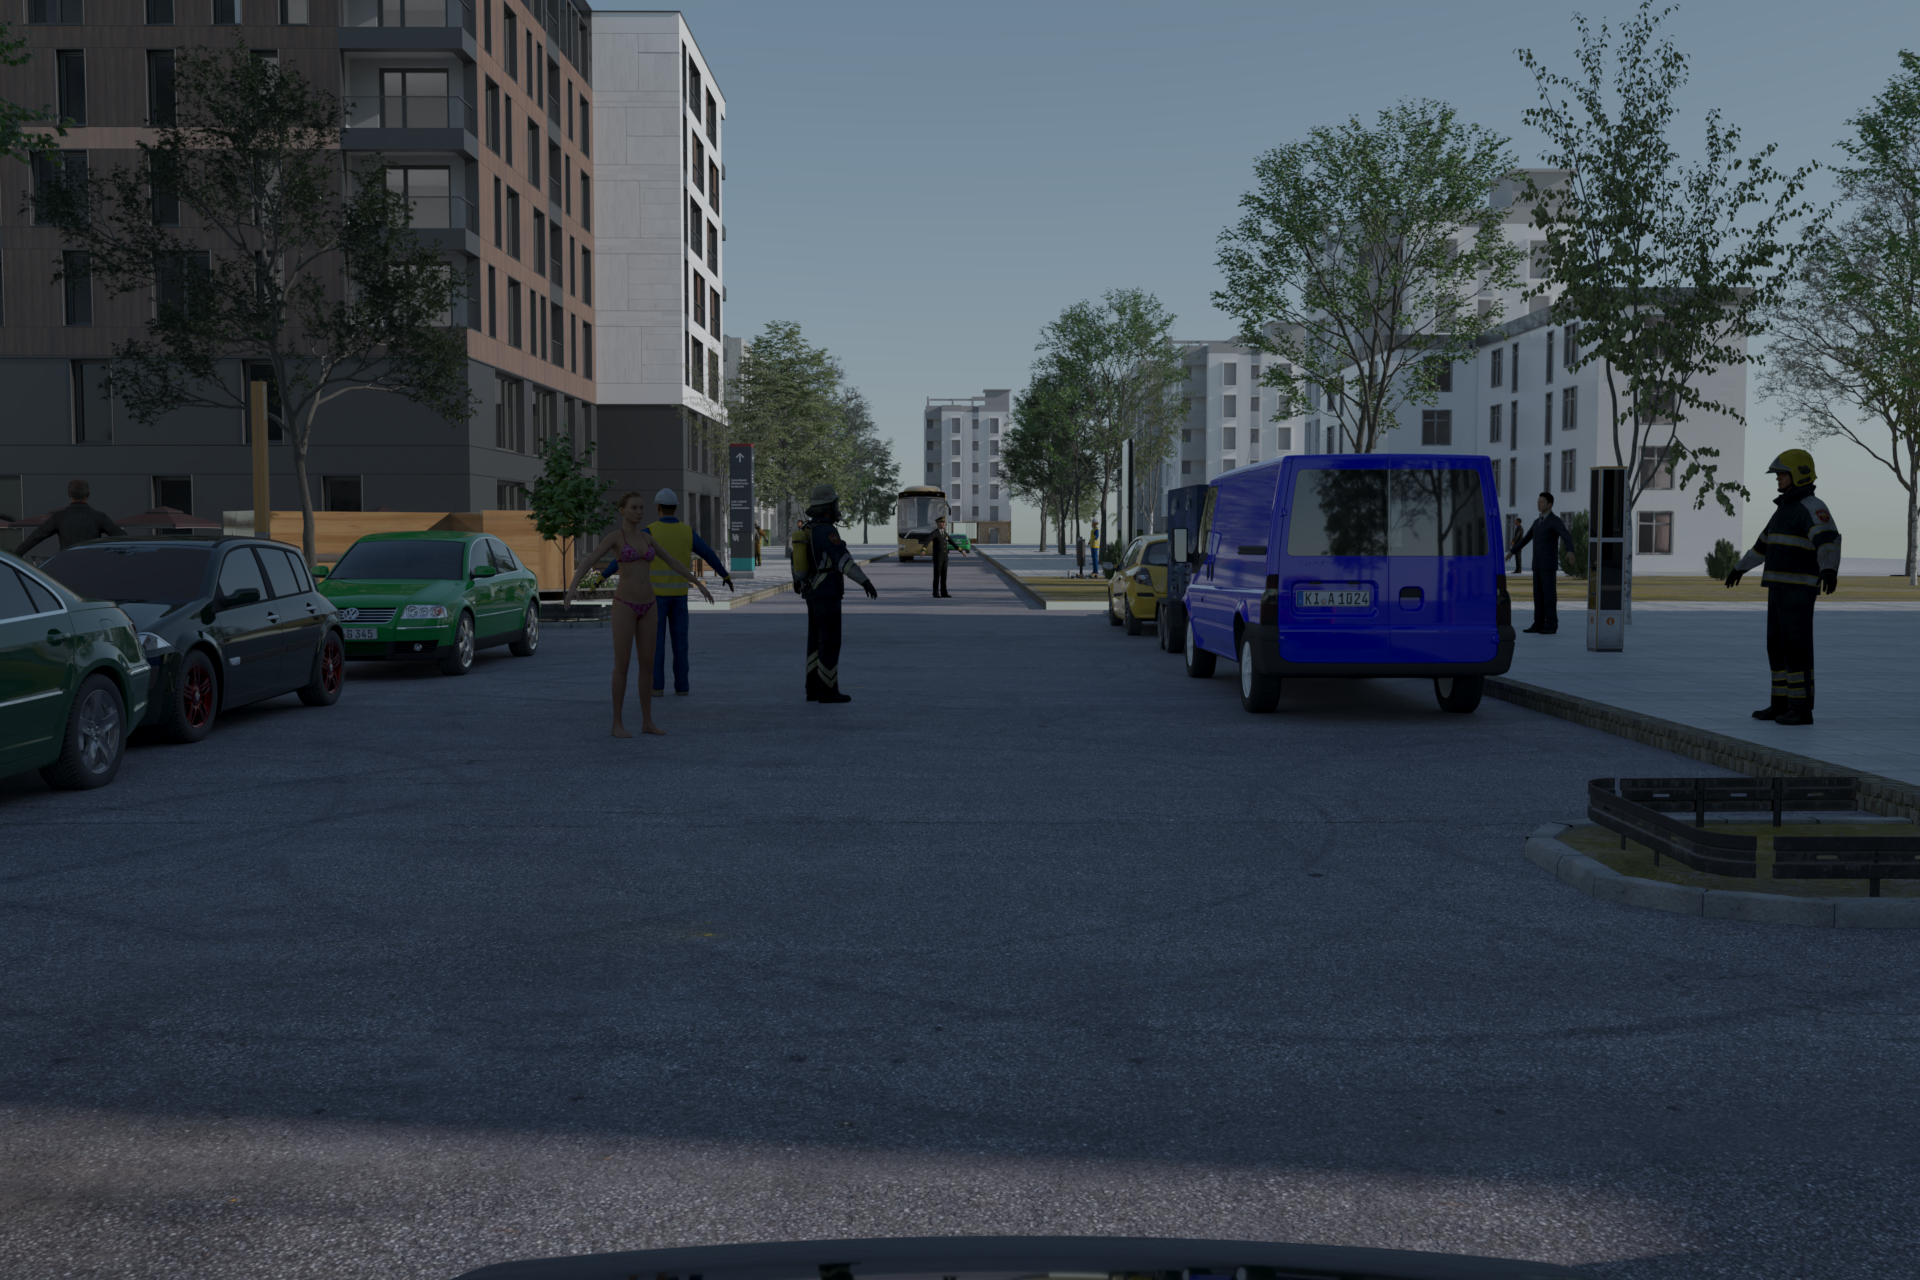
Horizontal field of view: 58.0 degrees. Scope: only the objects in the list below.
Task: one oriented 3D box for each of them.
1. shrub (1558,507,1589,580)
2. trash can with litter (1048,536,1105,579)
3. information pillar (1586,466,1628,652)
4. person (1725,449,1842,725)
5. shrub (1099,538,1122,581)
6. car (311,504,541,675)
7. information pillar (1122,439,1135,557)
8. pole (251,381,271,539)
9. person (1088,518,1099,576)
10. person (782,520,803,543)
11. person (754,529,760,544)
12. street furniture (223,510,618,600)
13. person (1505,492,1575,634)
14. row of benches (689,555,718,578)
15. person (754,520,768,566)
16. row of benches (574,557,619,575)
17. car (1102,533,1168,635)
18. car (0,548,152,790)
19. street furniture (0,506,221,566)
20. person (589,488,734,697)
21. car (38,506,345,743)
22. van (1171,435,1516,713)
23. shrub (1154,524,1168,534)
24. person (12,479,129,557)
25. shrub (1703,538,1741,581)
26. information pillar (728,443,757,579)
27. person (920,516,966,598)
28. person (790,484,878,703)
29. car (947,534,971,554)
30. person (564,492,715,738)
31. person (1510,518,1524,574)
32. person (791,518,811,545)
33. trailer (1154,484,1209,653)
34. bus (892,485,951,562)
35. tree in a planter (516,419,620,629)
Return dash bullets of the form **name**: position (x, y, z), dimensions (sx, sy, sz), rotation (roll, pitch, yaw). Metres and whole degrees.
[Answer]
- **shrub**: position (17.461, -2.688, 48.376), dimensions (1.690, 2.028, 1.600), rotation (0, 3, 0)
- **trash can with litter**: position (3.420, -2.383, 50.012), dimensions (1.678, 1.210, 2.233), rotation (0, 4, 0)
- **information pillar**: position (7.051, -0.880, 18.883), dimensions (0.304, 2.012, 0.304), rotation (0, 4, -1)
- **person**: position (5.620, -0.366, 11.754), dimensions (0.704, 1.858, 1.351), rotation (0, 4, -2)
- **shrub**: position (4.234, -2.160, 46.429), dimensions (1.383, 1.207, 1.383), rotation (0, 3, 0)
- **car**: position (-5.887, -0.622, 18.958), dimensions (1.959, 1.807, 4.718), rotation (0, 4, 0)
- **information pillar**: position (4.215, -3.188, 43.437), dimensions (0.184, 3.620, 1.656), rotation (0, 4, 1)
- **pole**: position (-9.369, -1.798, 23.239), dimensions (0.158, 3.312, 0.155), rotation (0, 3, 0)
- **person**: position (4.066, -2.864, 53.290), dimensions (0.721, 1.772, 1.216), rotation (0, 4, -3)
- **person**: position (-5.911, -3.527, 63.861), dimensions (1.347, 1.806, 0.705), rotation (1, 4, 12)
- **person**: position (-7.776, -3.548, 64.132), dimensions (0.705, 1.813, 1.348), rotation (2, 4, 29)
- **street furniture**: position (-10.494, -1.752, 35.495), dimensions (9.812, 1.723, 11.010), rotation (-3, 5, -40)
- **person**: position (7.510, -0.995, 22.311), dimensions (0.704, 1.823, 1.345), rotation (-1, 4, -19)
- **row of benches**: position (-8.158, -2.121, 50.134), dimensions (1.422, 0.672, 4.104), rotation (1, 4, 16)
- **person**: position (-8.126, -3.870, 69.038), dimensions (1.354, 1.858, 0.705), rotation (2, 4, 35)
- **row of benches**: position (-10.668, -1.890, 46.357), dimensions (4.104, 0.672, 1.422), rotation (-1, 4, -9)
- **car**: position (3.186, -0.959, 25.903), dimensions (2.015, 1.641, 3.980), rotation (0, 4, 0)
- **car**: position (-5.748, 0.208, 8.405), dimensions (2.131, 1.459, 4.920), rotation (0, 4, 0)
- **street furniture**: position (-32.312, -2.052, 38.575), dimensions (27.439, 1.986, 14.083), rotation (0, 4, 2)
- **person**: position (-2.607, -0.424, 15.364), dimensions (1.349, 1.833, 0.705), rotation (-2, 4, -30)
- **car**: position (-6.081, -0.202, 13.094), dimensions (2.009, 1.686, 4.222), rotation (0, 4, 0)
- **van**: position (3.214, -0.682, 15.537), dimensions (2.240, 2.365, 5.245), rotation (0, 4, -1)
- **shrub**: position (6.462, -2.798, 49.781), dimensions (1.661, 2.075, 1.752), rotation (0, 3, 0)
- **person**: position (-8.432, -0.639, 16.624), dimensions (1.348, 1.807, 0.705), rotation (-2, 4, -23)
- **shrub**: position (21.027, -2.241, 47.760), dimensions (1.383, 1.207, 1.383), rotation (0, 3, 0)
- **information pillar**: position (-6.257, -3.693, 49.764), dimensions (0.750, 3.857, 0.750), rotation (0, 4, 0)
- **person**: position (-0.420, -1.867, 38.911), dimensions (1.347, 1.837, 0.705), rotation (-3, 5, -42)
- **person**: position (-1.138, -0.401, 14.788), dimensions (0.705, 1.856, 1.354), rotation (-2, 4, -33)
- **car**: position (-0.177, -7.327, 128.588), dimensions (1.959, 1.807, 4.718), rotation (0, 4, -1)
- **person**: position (-2.271, -0.184, 12.267), dimensions (1.217, 1.733, 0.721), rotation (-3, 5, -43)
- **person**: position (18.125, -3.064, 56.318), dimensions (0.704, 1.802, 1.346), rotation (2, 4, 28)
- **person**: position (-5.236, -3.316, 60.077), dimensions (1.347, 1.847, 0.705), rotation (-3, 4, -36)
- **trailer**: position (3.187, -0.906, 21.870), dimensions (1.471, 1.999, 3.904), rotation (0, 4, 0)
- **bus**: position (-1.942, -6.098, 91.241), dimensions (2.896, 3.916, 12.252), rotation (0, 4, -1)
- **tree in a planter**: position (-6.217, -1.830, 27.139), dimensions (1.991, 3.239, 1.994), rotation (0, 3, 0)
